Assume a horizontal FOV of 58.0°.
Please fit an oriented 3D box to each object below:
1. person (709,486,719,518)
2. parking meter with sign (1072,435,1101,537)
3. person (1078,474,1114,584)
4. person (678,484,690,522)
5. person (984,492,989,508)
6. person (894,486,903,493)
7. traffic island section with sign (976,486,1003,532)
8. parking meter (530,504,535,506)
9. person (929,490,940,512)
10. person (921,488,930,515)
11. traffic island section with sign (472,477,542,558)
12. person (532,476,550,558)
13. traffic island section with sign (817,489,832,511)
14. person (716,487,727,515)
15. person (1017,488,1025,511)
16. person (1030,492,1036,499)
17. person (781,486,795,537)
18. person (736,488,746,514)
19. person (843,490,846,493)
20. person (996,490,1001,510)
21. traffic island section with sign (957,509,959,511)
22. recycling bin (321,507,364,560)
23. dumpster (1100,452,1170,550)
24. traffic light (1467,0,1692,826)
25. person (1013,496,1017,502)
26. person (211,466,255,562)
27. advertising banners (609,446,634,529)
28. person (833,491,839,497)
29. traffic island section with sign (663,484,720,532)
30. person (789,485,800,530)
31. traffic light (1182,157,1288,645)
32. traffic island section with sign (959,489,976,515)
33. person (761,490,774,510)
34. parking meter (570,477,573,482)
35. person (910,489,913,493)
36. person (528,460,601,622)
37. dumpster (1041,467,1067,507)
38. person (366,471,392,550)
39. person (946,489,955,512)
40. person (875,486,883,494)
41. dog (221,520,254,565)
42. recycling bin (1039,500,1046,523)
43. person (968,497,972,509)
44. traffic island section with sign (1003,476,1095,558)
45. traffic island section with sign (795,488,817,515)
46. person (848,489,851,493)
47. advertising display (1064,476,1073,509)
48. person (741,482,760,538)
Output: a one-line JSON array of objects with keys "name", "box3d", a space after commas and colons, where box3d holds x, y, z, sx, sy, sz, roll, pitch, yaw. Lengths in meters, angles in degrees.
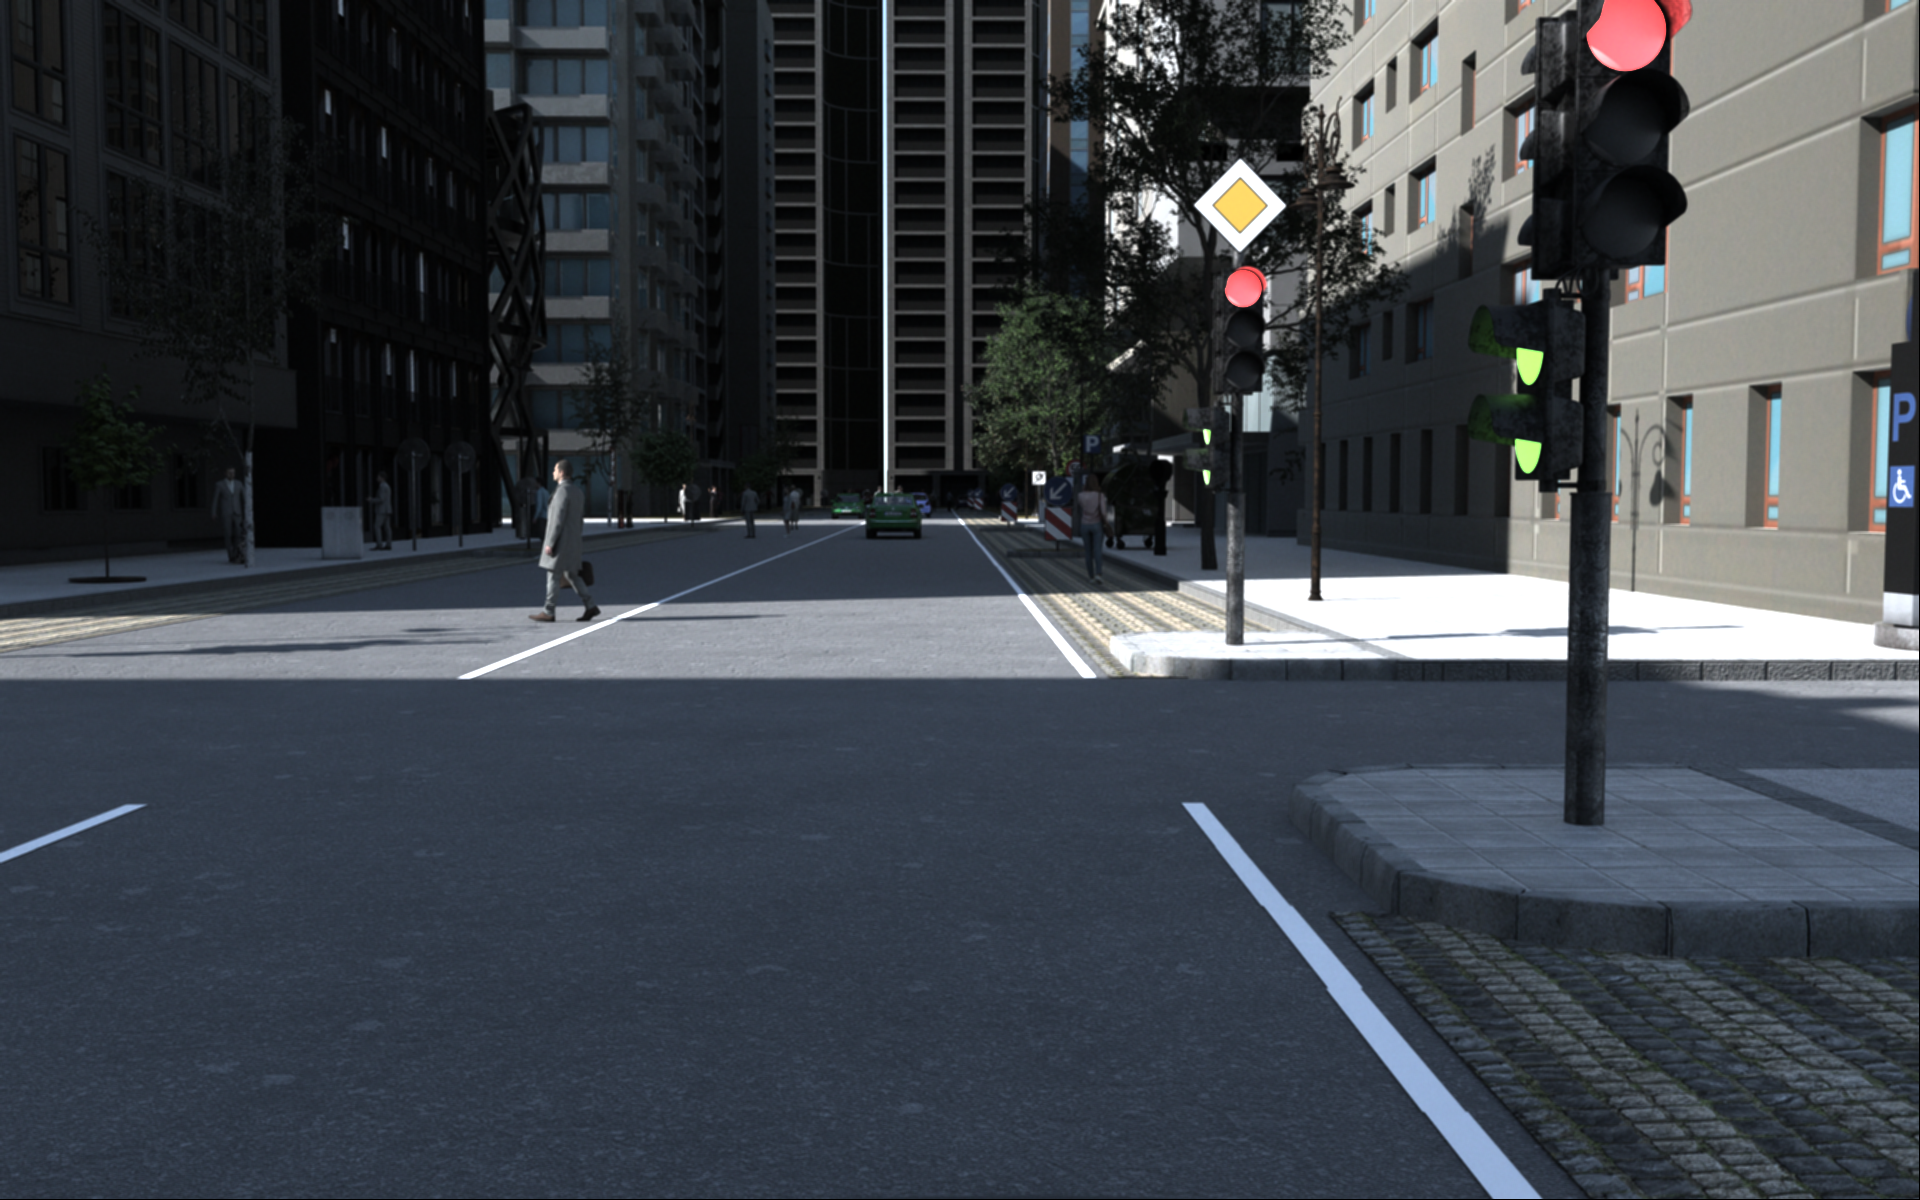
[{"name": "person", "box3d": [-13.150, -5.236, 92.452, 0.445, 1.727, 0.742, 1, 4, 9]}, {"name": "parking meter with sign", "box3d": [3.681, -3.384, 51.592, 0.543, 3.016, 1.738, -1, 4, -12]}, {"name": "person", "box3d": [2.141, -1.131, 27.579, 0.593, 1.750, 0.643, 1, 4, 19]}, {"name": "person", "box3d": [-12.708, -4.519, 80.286, 0.694, 1.780, 0.624, 1, 4, 12]}, {"name": "person", "box3d": [2.420, -9.053, 157.288, 0.421, 1.427, 0.697, -1, 4, -14]}, {"name": "person", "box3d": [-2.968, -4.553, 83.039, 0.679, 1.850, 0.850, -3, 5, -42]}, {"name": "traffic island section with sign", "box3d": [1.735, -3.527, 66.301, 1.989, 1.847, 2.006, 0, 4, -1]}, {"name": "parking meter", "box3d": [-12.579, -2.604, 50.990, 0.372, 1.533, 0.369, 0, 3, 0]}, {"name": "person", "box3d": [-2.182, -8.042, 140.719, 1.217, 1.736, 0.721, -1, 4, -22]}, {"name": "person", "box3d": [-2.561, -6.764, 119.100, 1.348, 1.823, 0.705, 2, 4, 24]}, {"name": "traffic island section with sign", "box3d": [-9.963, -1.902, 39.718, 1.989, 1.847, 2.006, 0, 4, -1]}, {"name": "person", "box3d": [-9.154, -1.816, 38.217, 0.620, 1.820, 0.660, 0, 4, 3]}, {"name": "traffic island section with sign", "box3d": [-11.239, -8.298, 144.295, 1.989, 1.847, 2.006, 0, 4, -1]}, {"name": "person", "box3d": [-14.887, -6.177, 107.753, 0.721, 1.743, 1.217, 2, 4, 30]}, {"name": "person", "box3d": [4.566, -7.631, 131.477, 0.621, 1.740, 0.551, 2, 4, 32]}, {"name": "person", "box3d": [5.011, -6.455, 111.551, 0.705, 1.831, 1.348, 3, 5, 44]}, {"name": "person", "box3d": [-5.731, -2.939, 57.552, 0.522, 1.701, 0.512, -2, 4, -33]}, {"name": "person", "box3d": [-13.590, -6.298, 109.732, 1.217, 1.743, 0.721, -1, 4, -16]}, {"name": "person", "box3d": [-7.922, -6.619, 117.405, 0.721, 1.739, 1.217, -2, 4, -26]}, {"name": "person", "box3d": [3.127, -8.069, 139.436, 0.415, 1.643, 0.593, -1, 4, -11]}, {"name": "traffic island section with sign", "box3d": [0.786, -8.246, 143.452, 1.989, 1.847, 2.006, 0, 4, -1]}, {"name": "recycling bin", "box3d": [-12.186, -1.323, 34.185, 0.722, 1.027, 0.722, -1, 4, -14]}, {"name": "dumpster", "box3d": [4.091, -2.327, 40.546, 1.502, 2.255, 1.985, 0, 4, -1]}, {"name": "traffic light", "box3d": [2.419, -1.084, 6.652, 0.839, 4.253, 0.868, 0, 4, -1]}, {"name": "person", "box3d": [4.961, -9.099, 155.729, 0.541, 1.710, 0.530, 0, 4, 7]}, {"name": "person", "box3d": [-13.670, -1.614, 32.548, 0.709, 1.813, 0.853, -3, 5, -44]}, {"name": "advertising banners", "box3d": [-12.593, -4.169, 64.348, 0.090, 3.025, 2.074, 1, 4, 13]}, {"name": "person", "box3d": [-10.940, -8.810, 153.350, 0.742, 1.727, 0.445, 2, 4, 23]}, {"name": "traffic island section with sign", "box3d": [-10.296, -3.550, 66.671, 1.989, 1.847, 2.006, 0, 4, -1]}, {"name": "person", "box3d": [-6.631, -3.708, 69.347, 0.478, 1.798, 0.641, -1, 4, -14]}, {"name": "traffic light", "box3d": [2.321, -1.573, 14.637, 0.839, 4.253, 0.868, 0, 4, -1]}, {"name": "traffic island section with sign", "box3d": [1.114, -6.598, 116.498, 1.989, 1.847, 2.006, 0, 4, -1]}, {"name": "person", "box3d": [-15.414, -8.157, 139.345, 1.348, 1.831, 0.705, -3, 5, -45]}, {"name": "parking meter", "box3d": [-13.212, -3.232, 58.553, 0.255, 1.863, 0.399, 0, 4, -5]}, {"name": "person", "box3d": [-3.914, -8.086, 140.720, 1.348, 1.822, 0.705, 1, 4, 10]}, {"name": "person", "box3d": [-4.450, -0.662, 19.433, 0.767, 1.812, 0.694, 1, 4, 10]}, {"name": "dumpster", "box3d": [3.796, -3.756, 63.908, 1.502, 2.255, 1.985, 0, 4, -1]}, {"name": "person", "box3d": [-13.263, -2.038, 39.565, 0.583, 1.804, 0.606, -1, 4, -8]}, {"name": "person", "box3d": [-0.827, -8.149, 141.719, 0.705, 1.826, 1.348, -2, 4, -29]}, {"name": "person", "box3d": [-3.874, -4.540, 82.830, 0.391, 1.810, 0.635, 1, 4, 14]}, {"name": "dog", "box3d": [-13.229, -1.058, 31.683, 0.513, 0.831, 0.800, 3, 5, 39]}, {"name": "recycling bin", "box3d": [3.979, -3.974, 77.534, 0.722, 1.027, 0.722, 1, 4, 21]}, {"name": "person", "box3d": [0.895, -8.716, 150.947, 0.705, 1.831, 1.348, -1, 4, -14]}, {"name": "traffic island section with sign", "box3d": [2.070, -1.879, 39.348, 1.989, 1.847, 2.006, 0, 4, -1]}, {"name": "traffic island section with sign", "box3d": [-10.917, -6.649, 117.341, 1.989, 1.847, 2.006, 0, 4, -1]}, {"name": "person", "box3d": [-7.323, -6.417, 113.977, 0.434, 1.755, 0.990, 2, 4, 29]}, {"name": "advertising display", "box3d": [4.097, -3.372, 60.352, 0.974, 1.923, 0.123, 1, 4, 8]}, {"name": "person", "box3d": [-6.864, -2.929, 56.497, 0.391, 1.810, 0.635, 3, 5, 39]}]
